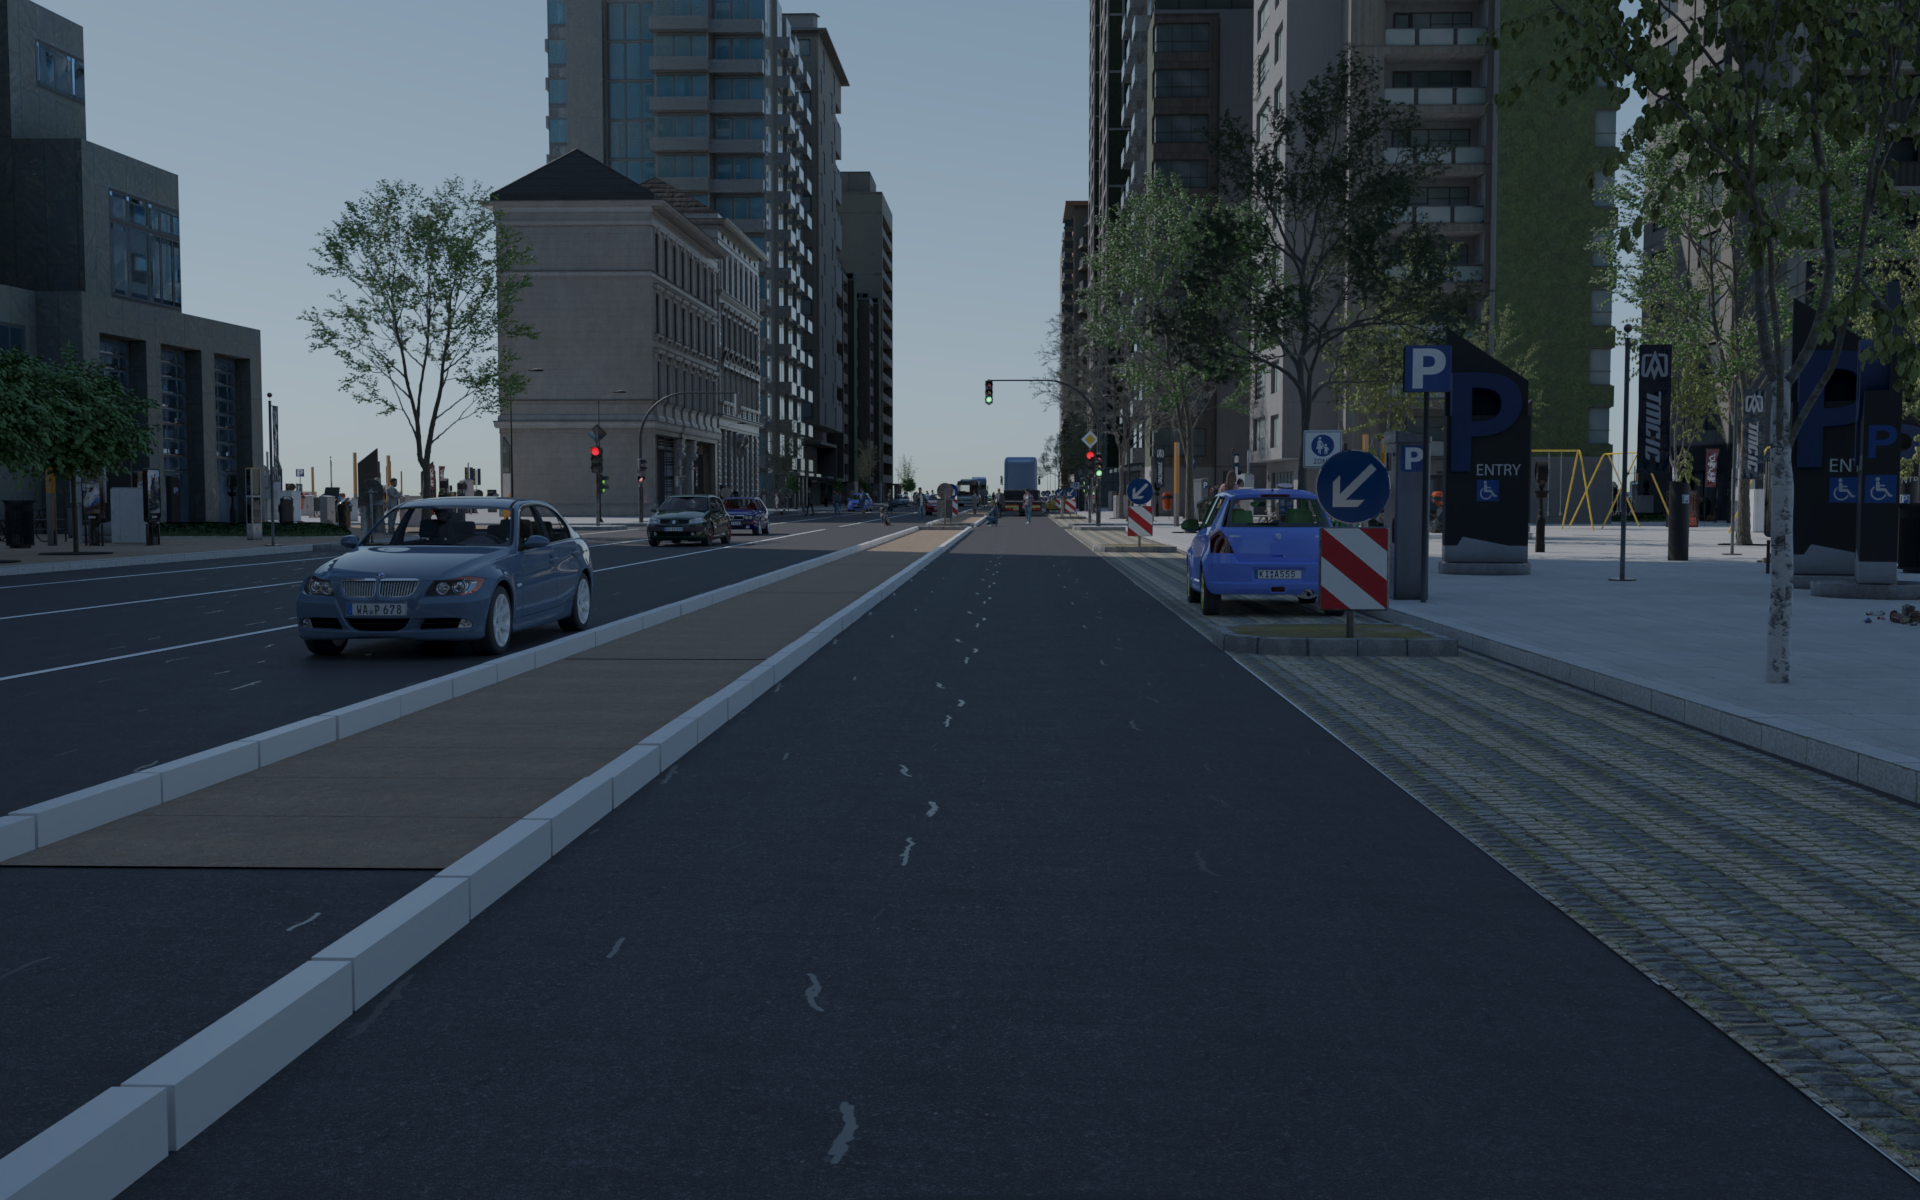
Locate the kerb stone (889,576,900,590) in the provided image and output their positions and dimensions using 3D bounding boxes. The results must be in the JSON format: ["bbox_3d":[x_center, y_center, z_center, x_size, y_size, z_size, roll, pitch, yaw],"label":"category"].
[{"bbox_3d":[-1.027,-0.221,25.815,0.120,0.150,1.000,0,4,2],"label":"kerb stone"}]

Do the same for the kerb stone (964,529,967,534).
[{"bbox_3d":[0.079,-2.228,58.645,0.120,0.150,1.000,0,4,2],"label":"kerb stone"}]

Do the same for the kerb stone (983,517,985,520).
[{"bbox_3d":[1.061,-4.009,87.827,0.120,0.150,1.000,0,4,2],"label":"kerb stone"}]

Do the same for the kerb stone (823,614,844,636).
[{"bbox_3d":[-1.312,0.280,17.614,0.120,0.150,1.000,0,4,2],"label":"kerb stone"}]

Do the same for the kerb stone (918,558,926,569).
[{"bbox_3d":[-0.790,-0.656,32.981,0.120,0.150,1.000,0,4,2],"label":"kerb stone"}]

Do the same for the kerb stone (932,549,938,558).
[{"bbox_3d":[-0.619,-0.971,38.107,0.120,0.150,1.000,0,4,2],"label":"kerb stone"}]

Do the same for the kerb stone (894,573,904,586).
[{"bbox_3d":[-0.997,-0.284,26.837,0.120,0.150,1.000,0,4,2],"label":"kerb stone"}]

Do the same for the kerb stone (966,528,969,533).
[{"bbox_3d":[0.142,-2.354,60.691,0.120,0.150,1.000,0,4,2],"label":"kerb stone"}]

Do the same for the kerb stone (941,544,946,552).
[{"bbox_3d":[-0.475,-1.224,42.216,0.120,0.150,1.000,0,4,2],"label":"kerb stone"}]

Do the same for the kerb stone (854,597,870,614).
[{"bbox_3d":[-1.209,0.098,20.691,0.120,0.150,1.000,0,4,2],"label":"kerb stone"}]

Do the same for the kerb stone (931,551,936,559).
[{"bbox_3d":[-0.652,-0.911,37.082,0.120,0.150,1.000,0,4,2],"label":"kerb stone"}]

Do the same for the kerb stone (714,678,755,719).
[{"bbox_3d":[-1.507,0.661,11.461,0.120,0.150,1.000,0,4,2],"label":"kerb stone"}]

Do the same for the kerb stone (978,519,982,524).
[{"bbox_3d":[0.843,-3.637,81.661,0.120,0.150,1.000,0,4,2],"label":"kerb stone"}]

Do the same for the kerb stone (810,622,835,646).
[{"bbox_3d":[-1.339,0.343,16.592,0.120,0.150,1.000,0,4,2],"label":"kerb stone"}]

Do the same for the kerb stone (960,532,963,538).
[{"bbox_3d":[-0.060,-1.979,54.547,0.120,0.150,1.000,0,4,2],"label":"kerb stone"}]

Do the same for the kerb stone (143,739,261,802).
[{"bbox_3d":[-3.717,0.839,8.483,0.120,0.150,1.000,0,4,2],"label":"kerb stone"}]

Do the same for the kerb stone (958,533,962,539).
[{"bbox_3d":[-0.099,-1.916,53.516,0.120,0.150,1.000,0,4,2],"label":"kerb stone"}]

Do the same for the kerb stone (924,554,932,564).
[{"bbox_3d":[-0.712,-0.783,35.024,0.120,0.150,1.000,0,4,2],"label":"kerb stone"}]

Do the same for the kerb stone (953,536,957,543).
[{"bbox_3d":[-0.236,-1.663,49.411,0.120,0.150,1.000,0,4,2],"label":"kerb stone"}]

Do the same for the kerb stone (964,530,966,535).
[{"bbox_3d":[0.045,-2.165,57.619,0.120,0.150,1.000,0,4,2],"label":"kerb stone"}]

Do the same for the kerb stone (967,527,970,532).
[{"bbox_3d":[0.181,-2.413,61.713,0.120,0.150,1.000,0,4,2],"label":"kerb stone"}]

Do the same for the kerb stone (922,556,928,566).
[{"bbox_3d":[-0.756,-0.722,34.003,0.120,0.150,1.000,0,4,2],"label":"kerb stone"}]

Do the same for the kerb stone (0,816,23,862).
[{"bbox_3d":[-3.782,0.971,6.440,0.120,0.150,1.000,0,4,2],"label":"kerb stone"}]

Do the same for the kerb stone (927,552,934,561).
[{"bbox_3d":[-0.686,-0.847,36.046,0.120,0.150,1.000,0,4,2],"label":"kerb stone"}]

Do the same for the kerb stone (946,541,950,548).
[{"bbox_3d":[-0.410,-1.351,44.279,0.120,0.150,1.000,0,4,2],"label":"kerb stone"}]

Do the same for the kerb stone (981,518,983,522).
[{"bbox_3d":[0.914,-3.761,83.709,0.120,0.150,1.000,0,4,2],"label":"kerb stone"}]

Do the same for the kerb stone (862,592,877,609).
[{"bbox_3d":[-1.170,0.032,21.722,0.120,0.150,1.000,0,4,2],"label":"kerb stone"}]

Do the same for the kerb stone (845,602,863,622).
[{"bbox_3d":[-1.234,0.155,19.668,0.120,0.150,1.000,0,4,2],"label":"kerb stone"}]

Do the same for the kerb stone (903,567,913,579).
[{"bbox_3d":[-0.924,-0.405,28.888,0.120,0.150,1.000,0,4,2],"label":"kerb stone"}]

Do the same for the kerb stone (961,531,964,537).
[{"bbox_3d":[-0.026,-2.042,55.574,0.120,0.150,1.000,0,4,2],"label":"kerb stone"}]

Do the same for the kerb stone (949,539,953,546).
[{"bbox_3d":[-0.336,-1.476,46.333,0.120,0.150,1.000,0,4,2],"label":"kerb stone"}]

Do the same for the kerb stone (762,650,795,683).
[{"bbox_3d":[-1.436,0.532,13.508,0.120,0.150,1.000,0,4,2],"label":"kerb stone"}]

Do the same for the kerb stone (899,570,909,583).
[{"bbox_3d":[-0.961,-0.344,27.862,0.120,0.150,1.000,0,4,2],"label":"kerb stone"}]

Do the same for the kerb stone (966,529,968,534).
[{"bbox_3d":[0.111,-2.290,59.667,0.120,0.150,1.000,0,4,2],"label":"kerb stone"}]

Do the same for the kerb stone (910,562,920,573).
[{"bbox_3d":[-0.855,-0.535,30.937,0.120,0.150,1.000,0,4,2],"label":"kerb stone"}]

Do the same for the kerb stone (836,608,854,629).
[{"bbox_3d":[-1.272,0.218,18.647,0.120,0.150,1.000,0,4,2],"label":"kerb stone"}]

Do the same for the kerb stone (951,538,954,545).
[{"bbox_3d":[-0.302,-1.538,47.367,0.120,0.150,1.000,0,4,2],"label":"kerb stone"}]

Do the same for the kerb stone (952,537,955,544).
[{"bbox_3d":[-0.276,-1.602,48.389,0.120,0.150,1.000,0,4,2],"label":"kerb stone"}]

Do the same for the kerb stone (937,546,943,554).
[{"bbox_3d":[-0.544,-1.099,40.159,0.120,0.150,1.000,0,4,2],"label":"kerb stone"}]

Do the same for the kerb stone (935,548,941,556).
[{"bbox_3d":[-0.577,-1.036,39.131,0.120,0.150,1.000,0,4,2],"label":"kerb stone"}]

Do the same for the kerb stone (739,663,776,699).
[{"bbox_3d":[-1.475,0.596,12.487,0.120,0.150,1.000,0,4,2],"label":"kerb stone"}]

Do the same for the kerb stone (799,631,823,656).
[{"bbox_3d":[-1.374,0.412,15.569,0.120,0.150,1.000,0,4,2],"label":"kerb stone"}]

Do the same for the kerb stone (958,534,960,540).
[{"bbox_3d":[-0.140,-1.849,52.488,0.120,0.150,1.000,0,4,2],"label":"kerb stone"}]

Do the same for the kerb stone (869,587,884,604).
[{"bbox_3d":[-1.136,-0.034,22.744,0.120,0.150,1.000,0,4,2],"label":"kerb stone"}]

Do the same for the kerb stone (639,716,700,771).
[{"bbox_3d":[-1.581,0.782,9.415,0.120,0.150,1.000,0,4,2],"label":"kerb stone"}]

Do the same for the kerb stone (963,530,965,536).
[{"bbox_3d":[0.006,-2.104,56.596,0.120,0.150,1.000,0,4,2],"label":"kerb stone"}]

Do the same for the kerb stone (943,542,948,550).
[{"bbox_3d":[-0.435,-1.288,43.247,0.120,0.150,1.000,0,4,2],"label":"kerb stone"}]

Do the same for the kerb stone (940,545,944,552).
[{"bbox_3d":[-0.518,-1.157,41.181,0.120,0.150,1.000,0,4,2],"label":"kerb stone"}]

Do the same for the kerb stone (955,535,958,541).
[{"bbox_3d":[-0.206,-1.721,50.433,0.120,0.150,1.000,0,4,2],"label":"kerb stone"}]

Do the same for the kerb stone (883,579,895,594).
[{"bbox_3d":[-1.061,-0.159,24.793,0.120,0.150,1.000,0,4,2],"label":"kerb stone"}]

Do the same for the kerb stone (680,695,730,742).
[{"bbox_3d":[-1.546,0.719,10.437,0.120,0.150,1.000,0,4,2],"label":"kerb stone"}]

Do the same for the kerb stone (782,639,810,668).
[{"bbox_3d":[-1.404,0.468,14.538,0.120,0.150,1.000,0,4,2],"label":"kerb stone"}]

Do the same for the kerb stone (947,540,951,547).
[{"bbox_3d":[-0.376,-1.413,45.312,0.120,0.150,1.000,0,4,2],"label":"kerb stone"}]

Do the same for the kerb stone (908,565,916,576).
[{"bbox_3d":[-0.888,-0.472,29.909,0.120,0.150,1.000,0,4,2],"label":"kerb stone"}]

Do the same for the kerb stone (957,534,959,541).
[{"bbox_3d":[-0.170,-1.790,51.460,0.120,0.150,1.000,0,4,2],"label":"kerb stone"}]

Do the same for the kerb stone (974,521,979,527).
[{"bbox_3d":[0.676,-3.324,76.545,0.120,0.150,1.000,0,4,2],"label":"kerb stone"}]

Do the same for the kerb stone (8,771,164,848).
[{"bbox_3d":[-3.749,0.901,7.461,0.120,0.150,1.000,0,4,2],"label":"kerb stone"}]

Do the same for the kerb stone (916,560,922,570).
[{"bbox_3d":[-0.832,-0.595,31.959,0.120,0.150,1.000,0,4,2],"label":"kerb stone"}]

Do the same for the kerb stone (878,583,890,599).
[{"bbox_3d":[-1.094,-0.094,23.765,0.120,0.150,1.000,0,4,2],"label":"kerb stone"}]
